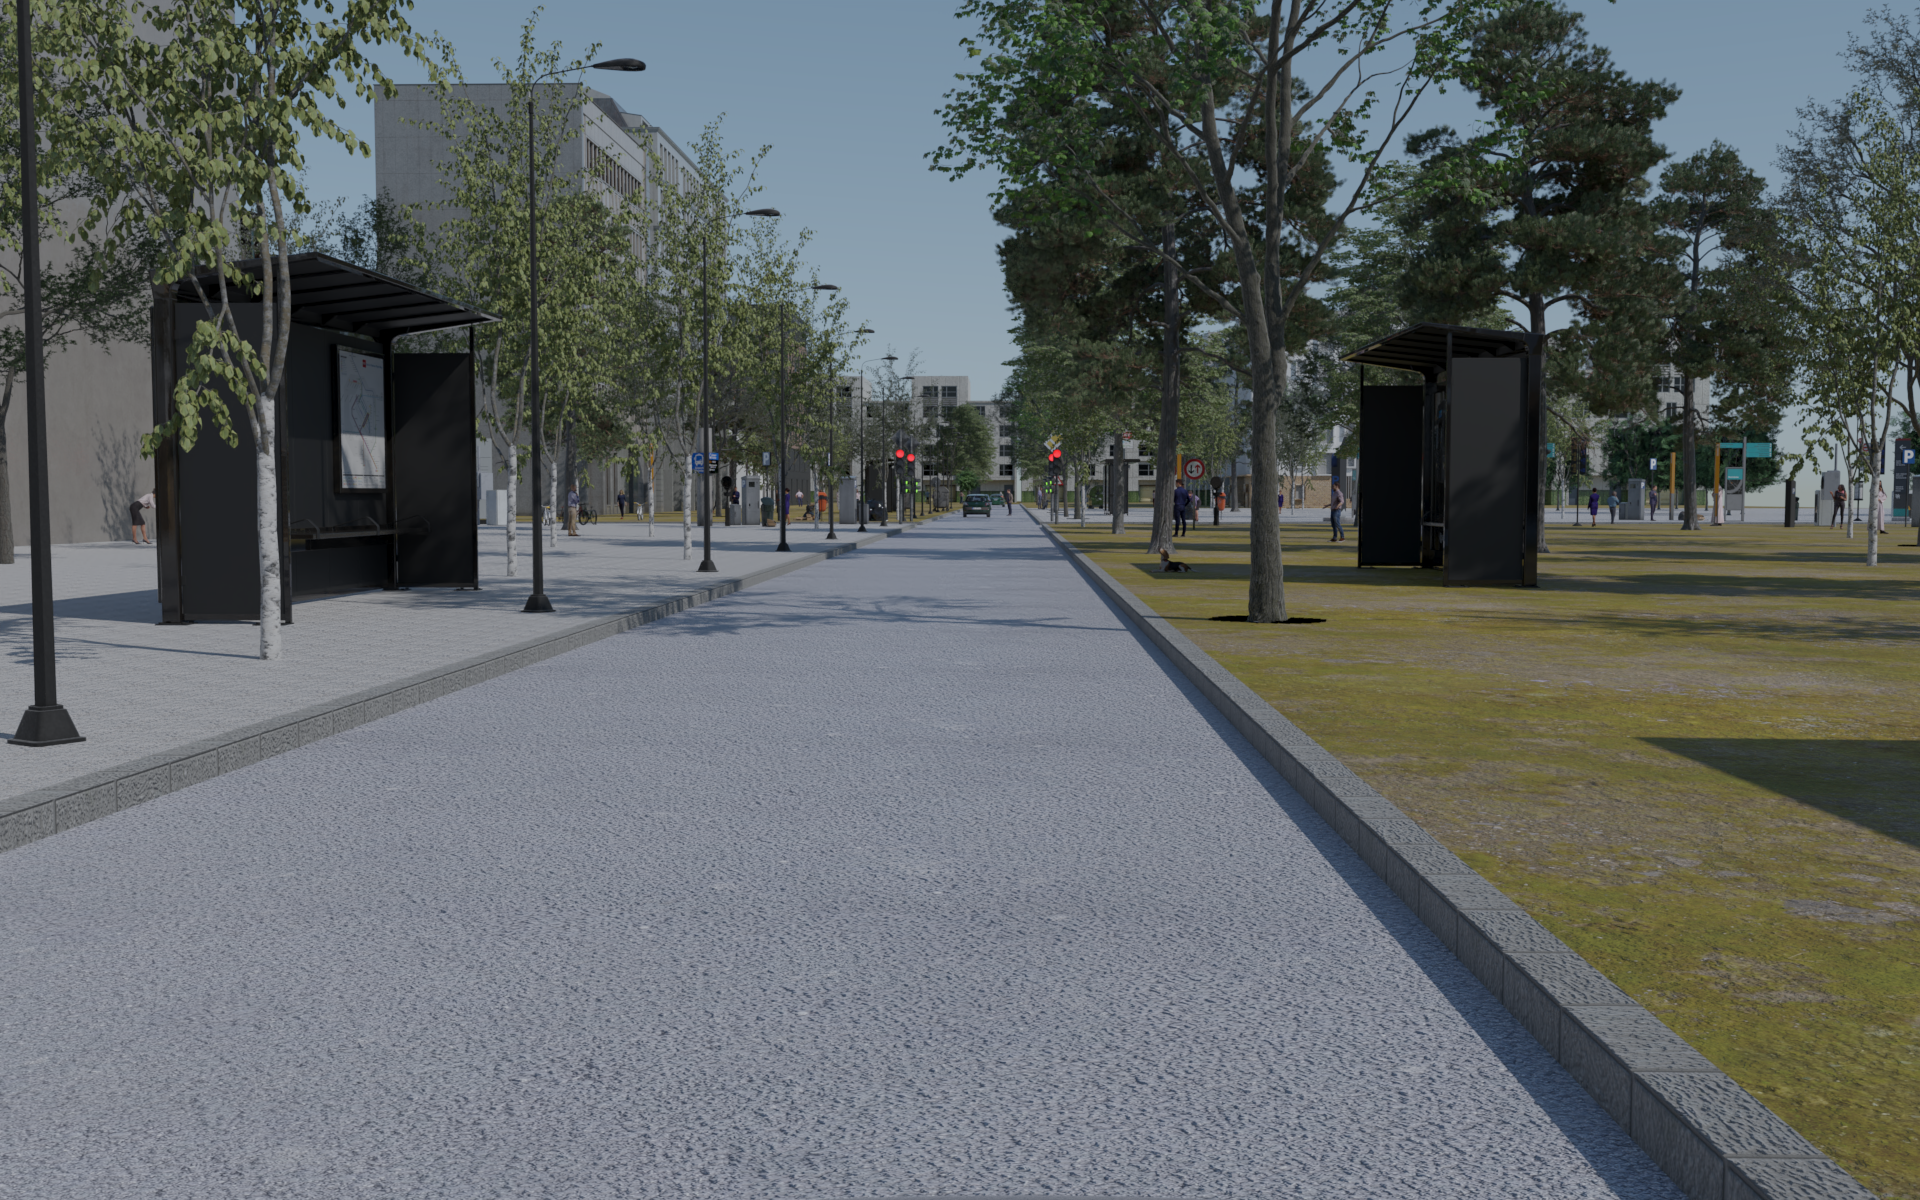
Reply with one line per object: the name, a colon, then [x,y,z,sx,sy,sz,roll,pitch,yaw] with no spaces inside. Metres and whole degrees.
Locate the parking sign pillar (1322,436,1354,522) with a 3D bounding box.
parking sign pillar: [17.634,-5.635,80.609,1.447,3.967,1.447,2,4,26]

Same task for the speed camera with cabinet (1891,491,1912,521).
speed camera with cabinet: [45.388,-5.375,82.221,2.038,3.252,0.660,0,4,-1]

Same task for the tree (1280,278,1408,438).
tree: [22.204,-11.159,92.826,12.009,13.543,11.850,0,3,0]

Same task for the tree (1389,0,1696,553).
tree: [12.569,-7.058,37.462,6.751,12.117,7.091,0,3,0]

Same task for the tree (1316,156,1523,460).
tree: [15.690,-8.610,58.902,7.486,12.596,7.792,0,3,0]

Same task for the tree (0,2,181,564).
tree: [-17.494,-5.958,31.832,8.767,10.594,7.601,0,4,-1]

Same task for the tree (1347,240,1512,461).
tree: [13.171,-5.974,48.038,4.360,8.622,3.978,0,3,0]

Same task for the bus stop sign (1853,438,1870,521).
bus stop sign: [42.797,-5.712,82.095,0.416,3.939,0.855,-1,4,-20]

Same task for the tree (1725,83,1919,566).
tree: [16.231,-4.924,30.866,4.737,8.622,4.395,0,3,0]

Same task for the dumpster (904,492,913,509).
dumpster: [-3.805,-7.074,121.422,1.264,1.857,1.865,0,4,1]

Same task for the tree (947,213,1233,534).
tree: [4.706,-8.408,55.605,7.486,12.596,7.792,0,3,0]

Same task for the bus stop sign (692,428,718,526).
bus stop sign: [-10.196,-4.897,69.090,0.837,3.901,0.837,1,4,19]

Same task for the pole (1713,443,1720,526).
pole: [30.204,-4.605,69.141,0.158,3.312,0.155,0,3,0]

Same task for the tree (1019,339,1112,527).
tree: [4.584,-7.160,67.434,4.737,8.622,4.395,0,3,0]

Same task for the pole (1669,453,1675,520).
pole: [35.021,-5.586,85.171,0.158,3.312,0.155,0,3,0]

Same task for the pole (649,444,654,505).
pole: [-12.462,-4.653,69.922,0.158,3.312,0.155,0,3,0]

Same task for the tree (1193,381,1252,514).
tree: [17.160,-9.978,113.502,4.360,8.622,3.978,0,3,0]

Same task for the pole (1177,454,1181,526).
pole: [8.896,-4.683,70.407,0.158,3.312,0.155,0,3,0]

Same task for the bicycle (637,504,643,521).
bicycle: [-15.531,-4.334,84.075,0.635,0.972,1.543,0,4,-1]

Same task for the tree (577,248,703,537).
tree: [-9.252,-6.183,51.452,4.360,8.622,3.978,0,3,0]

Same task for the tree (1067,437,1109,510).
tree: [10.198,-11.625,140.427,4.360,8.622,3.978,0,3,0]

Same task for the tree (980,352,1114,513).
tree: [6.648,-12.685,117.767,12.009,13.543,11.850,0,3,0]

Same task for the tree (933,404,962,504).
tree: [-0.022,-19.927,233.233,7.806,13.903,7.818,0,3,0]

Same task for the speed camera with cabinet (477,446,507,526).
speed camera with cabinet: [-19.223,-4.692,71.044,0.660,3.252,2.038,-3,5,-42]

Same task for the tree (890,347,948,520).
tree: [-2.831,-8.261,85.431,4.360,8.622,3.978,0,3,0]

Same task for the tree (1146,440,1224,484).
tree: [18.902,-13.680,145.730,6.751,12.117,7.091,0,3,0]

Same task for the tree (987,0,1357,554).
tree: [4.519,-7.907,36.705,7.806,13.903,7.818,0,3,0]

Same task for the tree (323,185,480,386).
tree: [-17.999,-7.188,51.932,7.601,10.594,8.767,-1,4,-10]

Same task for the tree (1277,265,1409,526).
tree: [16.054,-8.181,68.166,7.601,10.594,8.767,0,4,5]

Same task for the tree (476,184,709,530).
tree: [-13.853,-8.521,61.372,6.751,12.117,7.091,0,3,0]

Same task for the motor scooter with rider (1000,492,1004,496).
motor scooter with rider: [5.419,-13.360,227.407,0.876,1.779,1.986,0,4,4]

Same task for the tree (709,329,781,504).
tree: [-14.481,-11.538,110.700,6.751,12.117,7.091,0,3,0]

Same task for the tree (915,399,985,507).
tree: [-1.296,-14.494,171.390,8.767,10.594,7.601,1,4,11]

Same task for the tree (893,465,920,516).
tree: [-3.140,-6.698,104.105,1.663,3.219,1.824,0,3,0]

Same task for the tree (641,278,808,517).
tree: [-13.644,-11.399,96.743,12.009,13.543,11.850,0,3,0]

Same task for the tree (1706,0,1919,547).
tree: [23.363,-8.030,41.653,12.009,13.543,11.850,0,3,0]

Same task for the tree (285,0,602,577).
tree: [-6.946,-4.687,26.988,4.737,8.622,4.395,0,3,0]

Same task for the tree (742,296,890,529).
tree: [-5.386,-6.933,63.720,4.360,8.622,3.978,0,3,0]

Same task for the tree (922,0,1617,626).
tree: [3.030,-5.592,17.187,9.928,11.665,9.643,0,3,0]

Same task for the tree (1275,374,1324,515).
tree: [20.638,-9.585,107.073,4.360,8.622,3.978,0,3,0]

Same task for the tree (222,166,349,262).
tree: [-15.545,-5.414,38.883,4.360,8.622,3.978,0,3,0]

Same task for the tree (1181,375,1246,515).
tree: [15.722,-9.595,107.236,4.737,8.622,4.395,0,3,0]

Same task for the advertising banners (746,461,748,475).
advertising banners: [-10.407,-5.440,85.124,0.090,3.025,2.074,-1,4,-10]

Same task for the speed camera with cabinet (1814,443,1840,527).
speed camera with cabinet: [34.217,-4.527,68.354,0.660,3.252,2.038,1,4,18]

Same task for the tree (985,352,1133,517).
tree: [5.970,-9.941,96.951,8.767,10.594,7.601,0,4,0]

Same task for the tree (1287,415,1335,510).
tree: [28.465,-11.739,142.300,4.737,8.622,4.395,0,3,0]

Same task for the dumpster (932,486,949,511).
dumpster: [-1.435,-7.491,128.238,1.264,1.857,1.865,0,4,2]

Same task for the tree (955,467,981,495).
tree: [0.812,-13.589,205.885,4.285,4.588,4.351,0,3,0]

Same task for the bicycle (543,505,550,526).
bicycle: [-16.543,-3.433,69.351,0.635,0.972,1.543,-1,4,-23]

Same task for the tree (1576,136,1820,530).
tree: [25.826,-9.427,61.555,7.806,13.903,7.818,0,3,0]
